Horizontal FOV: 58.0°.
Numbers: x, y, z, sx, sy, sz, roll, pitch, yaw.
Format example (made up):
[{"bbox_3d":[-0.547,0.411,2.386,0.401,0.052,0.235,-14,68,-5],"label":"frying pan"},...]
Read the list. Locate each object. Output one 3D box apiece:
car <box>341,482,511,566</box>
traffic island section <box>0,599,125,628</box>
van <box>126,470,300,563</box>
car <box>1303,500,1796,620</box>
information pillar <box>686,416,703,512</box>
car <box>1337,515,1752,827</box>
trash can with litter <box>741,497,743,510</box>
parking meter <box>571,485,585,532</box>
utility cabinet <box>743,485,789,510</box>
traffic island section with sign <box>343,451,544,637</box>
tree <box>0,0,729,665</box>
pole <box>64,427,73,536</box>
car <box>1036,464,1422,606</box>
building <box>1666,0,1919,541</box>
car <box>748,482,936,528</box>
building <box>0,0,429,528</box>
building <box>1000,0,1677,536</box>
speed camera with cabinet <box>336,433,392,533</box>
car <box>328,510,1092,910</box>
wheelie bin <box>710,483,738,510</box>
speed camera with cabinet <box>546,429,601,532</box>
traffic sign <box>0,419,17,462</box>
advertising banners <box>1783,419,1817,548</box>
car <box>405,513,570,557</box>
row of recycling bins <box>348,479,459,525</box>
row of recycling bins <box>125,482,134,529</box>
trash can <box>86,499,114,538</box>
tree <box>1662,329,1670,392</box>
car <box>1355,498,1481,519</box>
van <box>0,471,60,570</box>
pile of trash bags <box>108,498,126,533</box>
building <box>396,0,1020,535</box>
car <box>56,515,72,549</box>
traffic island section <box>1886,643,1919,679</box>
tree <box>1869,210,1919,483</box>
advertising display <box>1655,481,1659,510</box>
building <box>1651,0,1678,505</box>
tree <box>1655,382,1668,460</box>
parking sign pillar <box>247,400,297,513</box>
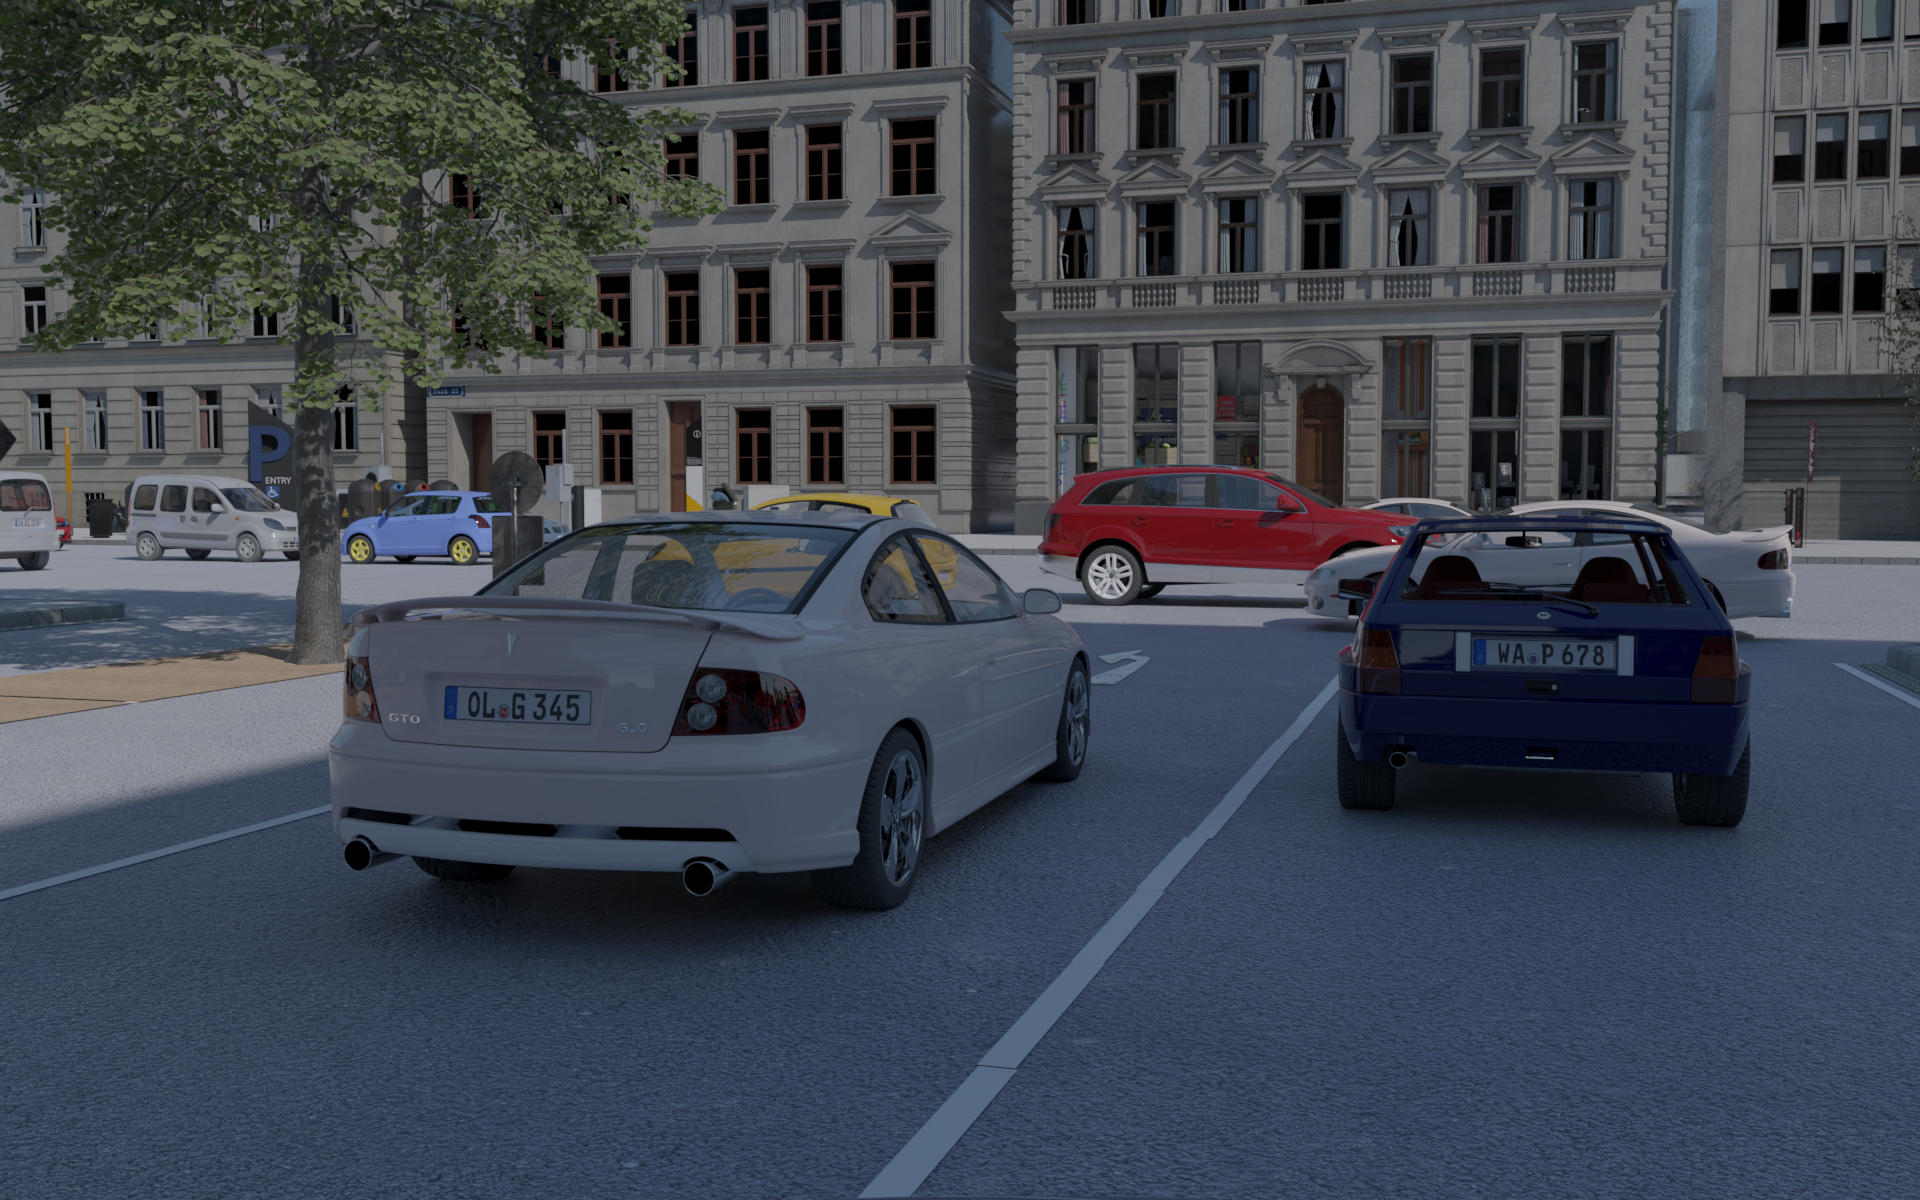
[{"bbox_3d":[-10.915,-1.594,35.647,3.694,1.707,1.945,1,4,17],"label":"car"},{"bbox_3d":[-10.900,0.172,19.465,2.009,0.180,2.903,1,4,17],"label":"traffic island section"},{"bbox_3d":[-15.879,-1.856,37.359,4.112,2.044,2.013,1,4,19],"label":"van"},{"bbox_3d":[6.022,-0.346,18.014,4.827,1.381,2.083,1,4,19],"label":"car"},{"bbox_3d":[-7.898,-3.685,51.602,0.504,3.616,0.183,0,4,-7],"label":"information pillar"},{"bbox_3d":[2.917,0.221,8.961,1.945,1.354,3.894,1,4,16],"label":"car"},{"bbox_3d":[-11.380,-4.871,90.696,2.233,1.210,1.678,0,4,1],"label":"trash can with litter"},{"bbox_3d":[-10.925,-2.514,49.520,0.372,1.533,0.369,0,3,0],"label":"parking meter"},{"bbox_3d":[-4.954,-2.178,44.289,1.173,1.500,0.318,-2,4,-34],"label":"utility cabinet"},{"bbox_3d":[-4.896,-0.593,17.828,2.006,1.907,1.989,1,4,17],"label":"traffic island section with sign"},{"bbox_3d":[-5.393,-5.755,14.679,7.486,12.596,7.792,0,3,0],"label":"tree"},{"bbox_3d":[-27.320,-3.623,53.080,0.158,3.312,0.155,0,3,0],"label":"pole"},{"bbox_3d":[3.653,-0.850,22.569,5.304,1.827,2.281,1,4,18],"label":"car"},{"bbox_3d":[31.686,-14.159,49.522,19.932,24.808,12.078,1,4,17],"label":"building"},{"bbox_3d":[-2.044,-0.691,21.523,3.980,1.641,2.015,1,4,18],"label":"car"},{"bbox_3d":[-31.452,-14.564,71.405,30.059,22.955,16.112,1,4,17],"label":"building"},{"bbox_3d":[11.933,-13.809,54.658,19.941,23.489,11.050,1,4,17],"label":"building"},{"bbox_3d":[-19.552,-3.818,56.752,2.038,3.252,0.660,2,4,30],"label":"speed camera with cabinet"},{"bbox_3d":[-0.696,0.296,7.525,2.083,1.381,4.827,1,4,16],"label":"car"},{"bbox_3d":[-6.599,-2.482,48.489,0.693,1.594,0.980,0,4,3],"label":"wheelie bin"},{"bbox_3d":[-11.979,-3.632,53.725,0.660,3.252,2.038,2,4,25],"label":"speed camera with cabinet"},{"bbox_3d":[-10.875,-0.963,19.396,0.795,2.450,0.064,1,4,17],"label":"traffic sign"},{"bbox_3d":[20.016,-2.757,41.269,0.090,3.025,2.074,1,4,8],"label":"advertising banners"},{"bbox_3d":[-11.009,-1.685,39.559,4.499,1.417,2.014,1,4,19],"label":"car"},{"bbox_3d":[-15.606,-2.537,48.591,1.069,1.692,3.534,2,4,33],"label":"row of recycling bins"},{"bbox_3d":[-24.400,-2.908,54.658,3.534,1.692,1.069,-3,5,-40],"label":"row of recycling bins"},{"bbox_3d":[-25.032,-2.373,50.448,0.748,1.137,0.748,0,3,0],"label":"trash can"},{"bbox_3d":[30.508,-7.323,70.096,4.360,8.622,3.978,0,3,0],"label":"tree"},{"bbox_3d":[7.853,-1.002,28.743,4.827,1.381,2.083,1,4,16],"label":"car"},{"bbox_3d":[-18.963,-1.549,32.341,4.112,2.044,2.013,1,4,18],"label":"van"},{"bbox_3d":[-27.404,-2.931,57.668,1.912,1.369,3.447,-3,5,-42],"label":"pile of trash bags"},{"bbox_3d":[-7.682,-13.792,61.662,21.152,22.565,11.583,1,4,17],"label":"building"},{"bbox_3d":[-24.605,-2.124,43.772,4.494,1.783,2.155,1,4,18],"label":"car"},{"bbox_3d":[8.456,0.544,13.386,2.009,0.180,2.903,1,4,17],"label":"traffic island section"},{"bbox_3d":[24.175,-5.625,42.324,4.360,8.622,3.978,0,3,0],"label":"tree"},{"bbox_3d":[33.832,-4.825,84.109,0.123,1.923,0.974,1,4,21],"label":"advertising display"},{"bbox_3d":[73.030,-40.676,207.044,28.212,58.520,21.231,1,4,17],"label":"building"},{"bbox_3d":[38.629,-10.249,101.977,8.767,10.594,7.601,-1,4,-22],"label":"tree"},{"bbox_3d":[-19.601,-3.728,49.421,1.447,3.967,1.447,-1,4,-13],"label":"parking sign pillar"}]
